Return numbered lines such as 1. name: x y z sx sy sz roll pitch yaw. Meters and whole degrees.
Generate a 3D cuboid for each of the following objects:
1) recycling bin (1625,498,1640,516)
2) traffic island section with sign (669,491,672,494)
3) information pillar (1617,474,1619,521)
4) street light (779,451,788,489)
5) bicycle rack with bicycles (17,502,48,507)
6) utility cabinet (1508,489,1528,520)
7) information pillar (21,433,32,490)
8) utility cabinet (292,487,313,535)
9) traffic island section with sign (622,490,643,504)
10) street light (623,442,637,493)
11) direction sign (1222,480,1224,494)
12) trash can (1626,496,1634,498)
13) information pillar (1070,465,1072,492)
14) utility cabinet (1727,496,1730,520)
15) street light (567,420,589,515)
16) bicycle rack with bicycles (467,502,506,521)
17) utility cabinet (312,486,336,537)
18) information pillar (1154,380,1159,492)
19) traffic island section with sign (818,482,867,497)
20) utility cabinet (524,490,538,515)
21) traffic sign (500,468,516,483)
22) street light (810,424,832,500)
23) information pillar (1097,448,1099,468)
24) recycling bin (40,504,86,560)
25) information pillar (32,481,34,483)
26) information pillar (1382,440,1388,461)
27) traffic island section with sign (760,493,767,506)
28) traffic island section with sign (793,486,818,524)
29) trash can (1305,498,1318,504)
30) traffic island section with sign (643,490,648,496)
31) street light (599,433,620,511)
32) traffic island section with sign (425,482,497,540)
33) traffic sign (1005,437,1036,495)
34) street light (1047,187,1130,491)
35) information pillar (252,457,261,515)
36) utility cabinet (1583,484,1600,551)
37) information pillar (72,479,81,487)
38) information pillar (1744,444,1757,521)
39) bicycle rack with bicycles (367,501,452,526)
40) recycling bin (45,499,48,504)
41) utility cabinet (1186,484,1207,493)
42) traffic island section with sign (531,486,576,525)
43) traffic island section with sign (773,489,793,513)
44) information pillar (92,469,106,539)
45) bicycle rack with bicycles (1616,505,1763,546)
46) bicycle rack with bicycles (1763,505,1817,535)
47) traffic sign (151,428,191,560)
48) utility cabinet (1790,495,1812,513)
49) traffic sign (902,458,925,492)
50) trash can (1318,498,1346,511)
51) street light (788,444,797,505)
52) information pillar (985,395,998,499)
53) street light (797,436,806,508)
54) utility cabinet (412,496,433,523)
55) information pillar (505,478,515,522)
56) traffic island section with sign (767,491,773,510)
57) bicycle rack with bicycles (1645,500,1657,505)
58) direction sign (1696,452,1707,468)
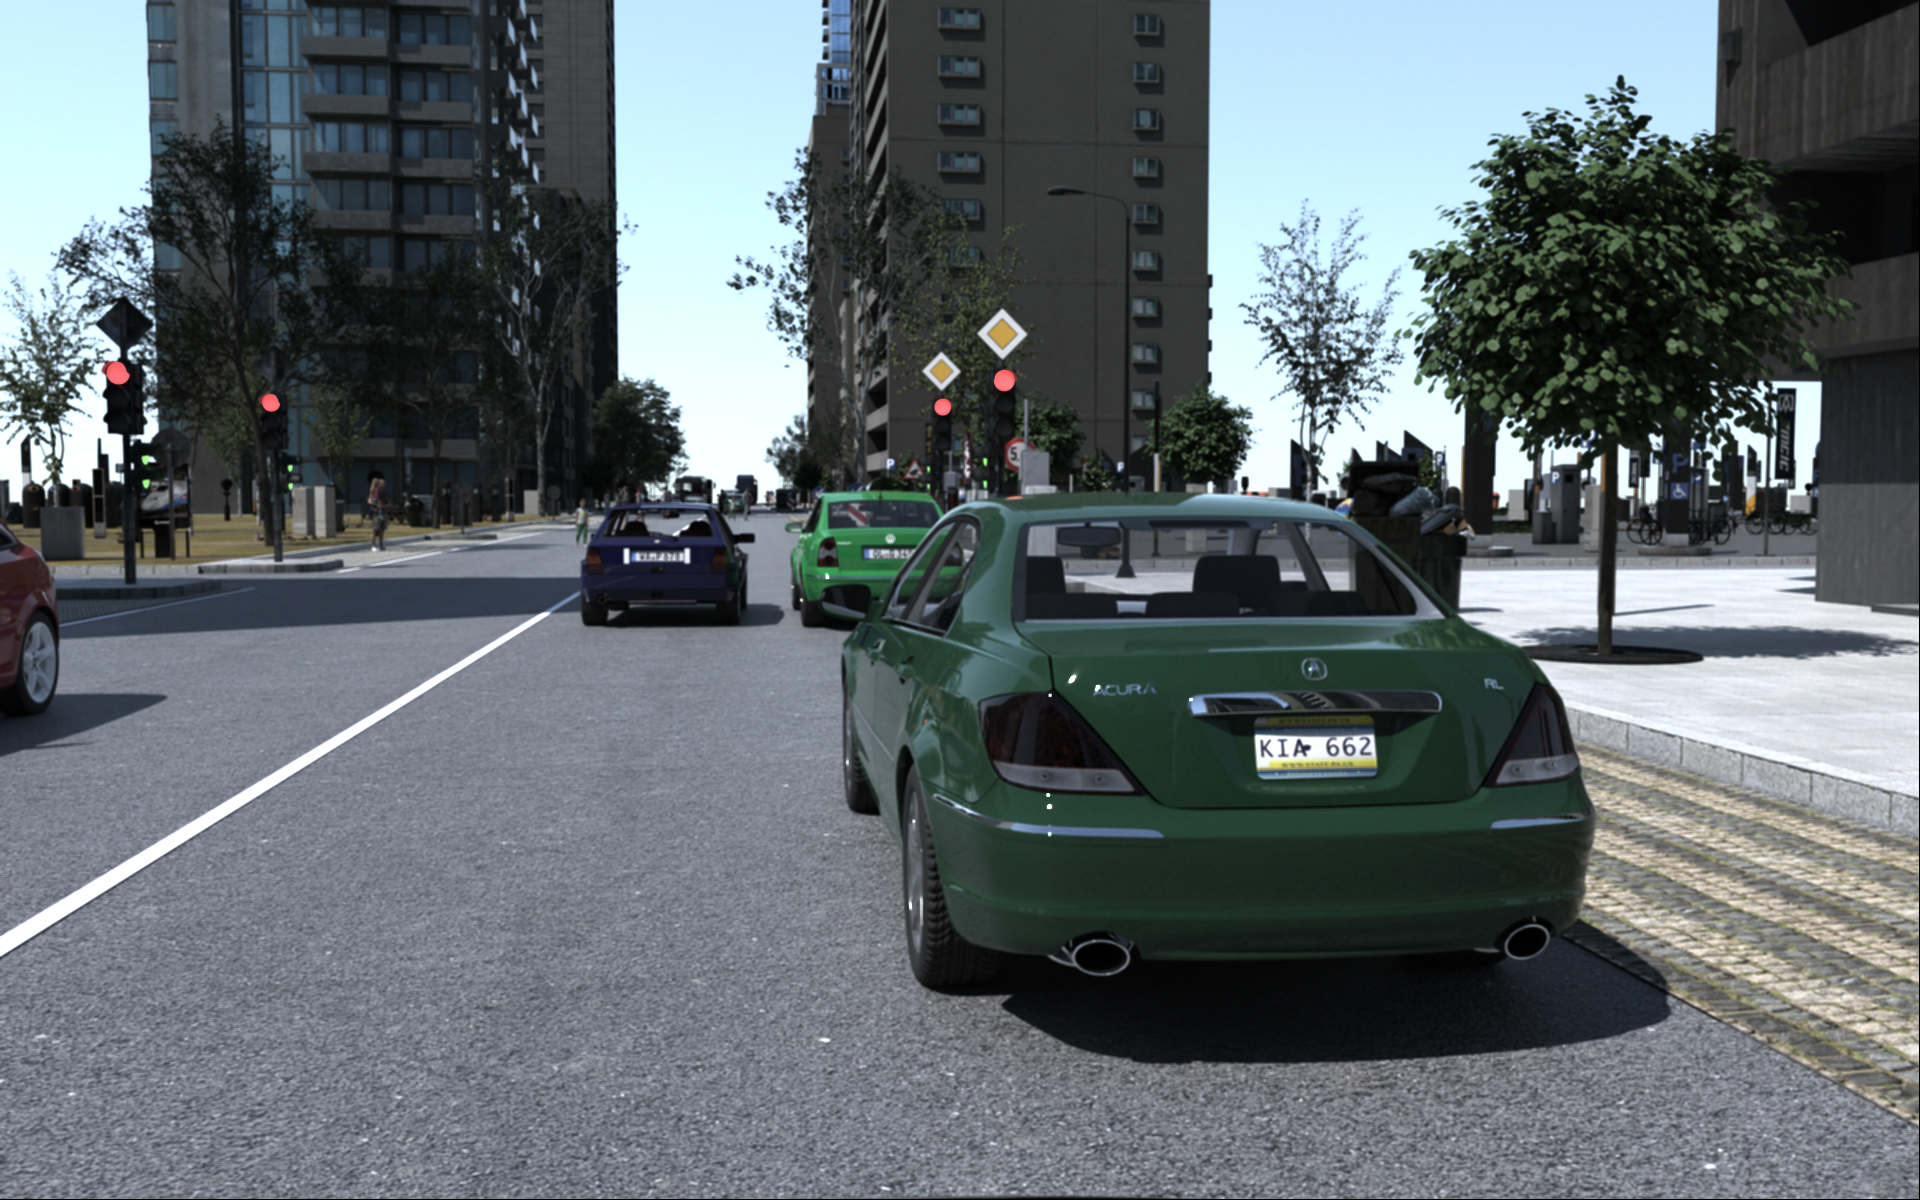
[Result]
1. recycling bin: 39.168 -5.408 100.969 0.722 1.027 0.722 -3 5 -44
2. traffic island section with sign: -39.057 -14.139 239.805 1.989 1.847 2.006 0 4 -7
3. information pillar: 24.290 -3.667 64.452 0.304 2.012 0.304 0 4 4
4. street light: -19.506 -13.741 197.208 1.470 5.913 1.316 0 4 -7
5. bicycle rack with bicycles: -42.755 -4.121 80.761 2.852 0.926 2.925 0 4 2
6. utility cabinet: 26.735 -4.513 82.468 1.173 1.500 0.318 1 4 21
7. information pillar: -36.068 -4.624 66.953 0.504 3.616 0.183 2 4 26
8. utility cabinet: -20.458 -2.770 53.973 0.318 1.500 1.173 -3 5 -41
9. traffic island section with sign: -25.434 -7.545 131.988 1.989 1.847 2.006 0 4 -7
10. street light: -29.821 -11.135 154.597 1.470 5.913 1.316 0 4 -7
11. direction sign: 8.696 -3.990 57.238 0.379 3.537 0.876 1 4 19
12. trash can: 44.879 -6.371 115.823 0.748 1.137 0.748 0 3 0
13. information pillar: 4.709 -5.020 73.430 0.183 3.616 0.504 0 4 1
14. utility cabinet: 33.123 -3.933 75.473 1.020 1.237 0.306 -3 4 -36
15. street light: -23.875 -8.306 108.349 1.470 5.913 1.316 0 4 -7
16. bicycle rack with bicycles: -22.785 -4.184 81.784 2.925 0.926 2.852 -1 4 -15
17. utility cabinet: -18.665 -2.586 50.962 0.318 1.500 1.173 -2 4 -34
18. information pillar: 4.027 -2.699 35.491 0.183 3.616 0.504 0 4 6
19. traffic island section with sign: -3.541 -2.956 56.966 1.989 1.847 2.006 0 4 -7
20. utility cabinet: -25.789 -5.889 104.965 1.173 1.500 0.318 0 4 3
21. traffic sign: -21.782 -5.100 83.499 0.768 2.556 0.104 0 4 -3
22. street light: -9.107 -8.725 115.198 1.470 5.913 1.316 0 4 -7
23. information pillar: 6.965 -5.879 87.476 0.183 3.616 0.504 1 4 8
24. recycling bin: -17.555 -1.306 33.909 0.722 1.027 0.722 -1 4 -22
25. information pillar: -50.905 -5.534 94.971 0.304 2.012 0.304 -2 4 -29
26. information pillar: 18.469 -5.135 75.317 0.183 3.616 0.504 2 4 34
27. traffic island section with sign: -26.925 -14.283 242.158 1.989 1.847 2.006 0 4 -7
28. traffic island section with sign: -6.926 -4.592 83.709 1.989 1.847 2.006 0 4 -7
29. trash can: 13.267 -3.249 64.773 0.748 1.137 0.748 0 3 0
30. traffic island section with sign: -28.818 -9.181 158.730 1.989 1.847 2.006 0 4 -7
31. street light: -26.777 -9.725 131.550 1.470 5.913 1.316 0 4 -7
32. traffic island section with sign: -15.653 -2.802 54.446 1.989 1.847 2.006 0 4 -7
33. traffic sign: 1.345 -2.375 38.935 0.768 2.556 0.104 0 4 2
34. street light: 2.014 -3.295 26.408 1.470 5.913 1.316 0 4 -7
35. information pillar: -42.389 -6.915 104.408 0.504 3.616 0.183 -3 5 -40
36. utility cabinet: 14.171 -1.837 38.714 0.318 1.500 1.173 1 4 12
37. information pillar: -43.548 -4.949 85.409 0.304 2.012 0.304 0 4 -8
38. information pillar: 37.038 -5.488 81.079 0.183 3.616 0.504 -2 4 -26
39. bicycle rack with bicycles: -22.860 -3.534 71.168 2.925 0.926 2.852 1 4 20
40. recycling bin: -48.040 -4.793 90.927 0.722 1.027 0.722 1 4 13
41. utility cabinet: 5.177 -1.786 37.888 0.318 1.500 1.173 0 3 0
42. traffic island section with sign: -19.021 -4.438 81.191 1.989 1.847 2.006 0 4 -7
43. traffic island section with sign: -13.077 -7.573 132.452 1.989 1.847 2.006 0 4 -7
44. information pillar: -24.848 -2.783 49.996 0.304 2.012 0.304 -1 4 -22
45. bicycle rack with bicycles: 18.242 -1.885 44.206 2.925 0.926 2.852 0 4 -5
46. bicycle rack with bicycles: 26.192 -2.571 55.421 2.852 0.926 2.925 -2 4 -30
47. traffic sign: -15.279 -2.045 33.546 0.768 2.556 0.104 0 4 -3
48. utility cabinet: 39.533 -4.292 81.343 0.306 1.237 1.020 -2 4 -30
49. traffic sign: -1.612 -3.772 61.677 0.884 2.594 0.081 0 4 1
50. trash can: 13.101 -2.978 60.341 0.748 1.137 0.748 0 3 0
51. street light: -15.079 -11.575 161.793 1.470 5.913 1.316 0 4 -7
52. information pillar: 0.788 -3.035 40.977 0.504 3.616 0.183 -3 5 -39
53. street light: -12.064 -10.150 138.494 1.470 5.913 1.316 0 4 -7
54. utility cabinet: -23.555 -3.965 75.987 0.306 1.237 1.020 2 4 24
55. information pillar: -20.845 -4.633 80.242 0.304 2.012 0.304 -2 4 -35
56. traffic island section with sign: -16.450 -9.209 159.196 1.989 1.847 2.006 0 4 -7
57. bicycle rack with bicycles: 45.048 -6.005 111.567 2.925 0.926 2.852 1 4 15
58. direction sign: 39.659 -6.169 92.858 0.876 3.537 0.379 -1 4 -23
